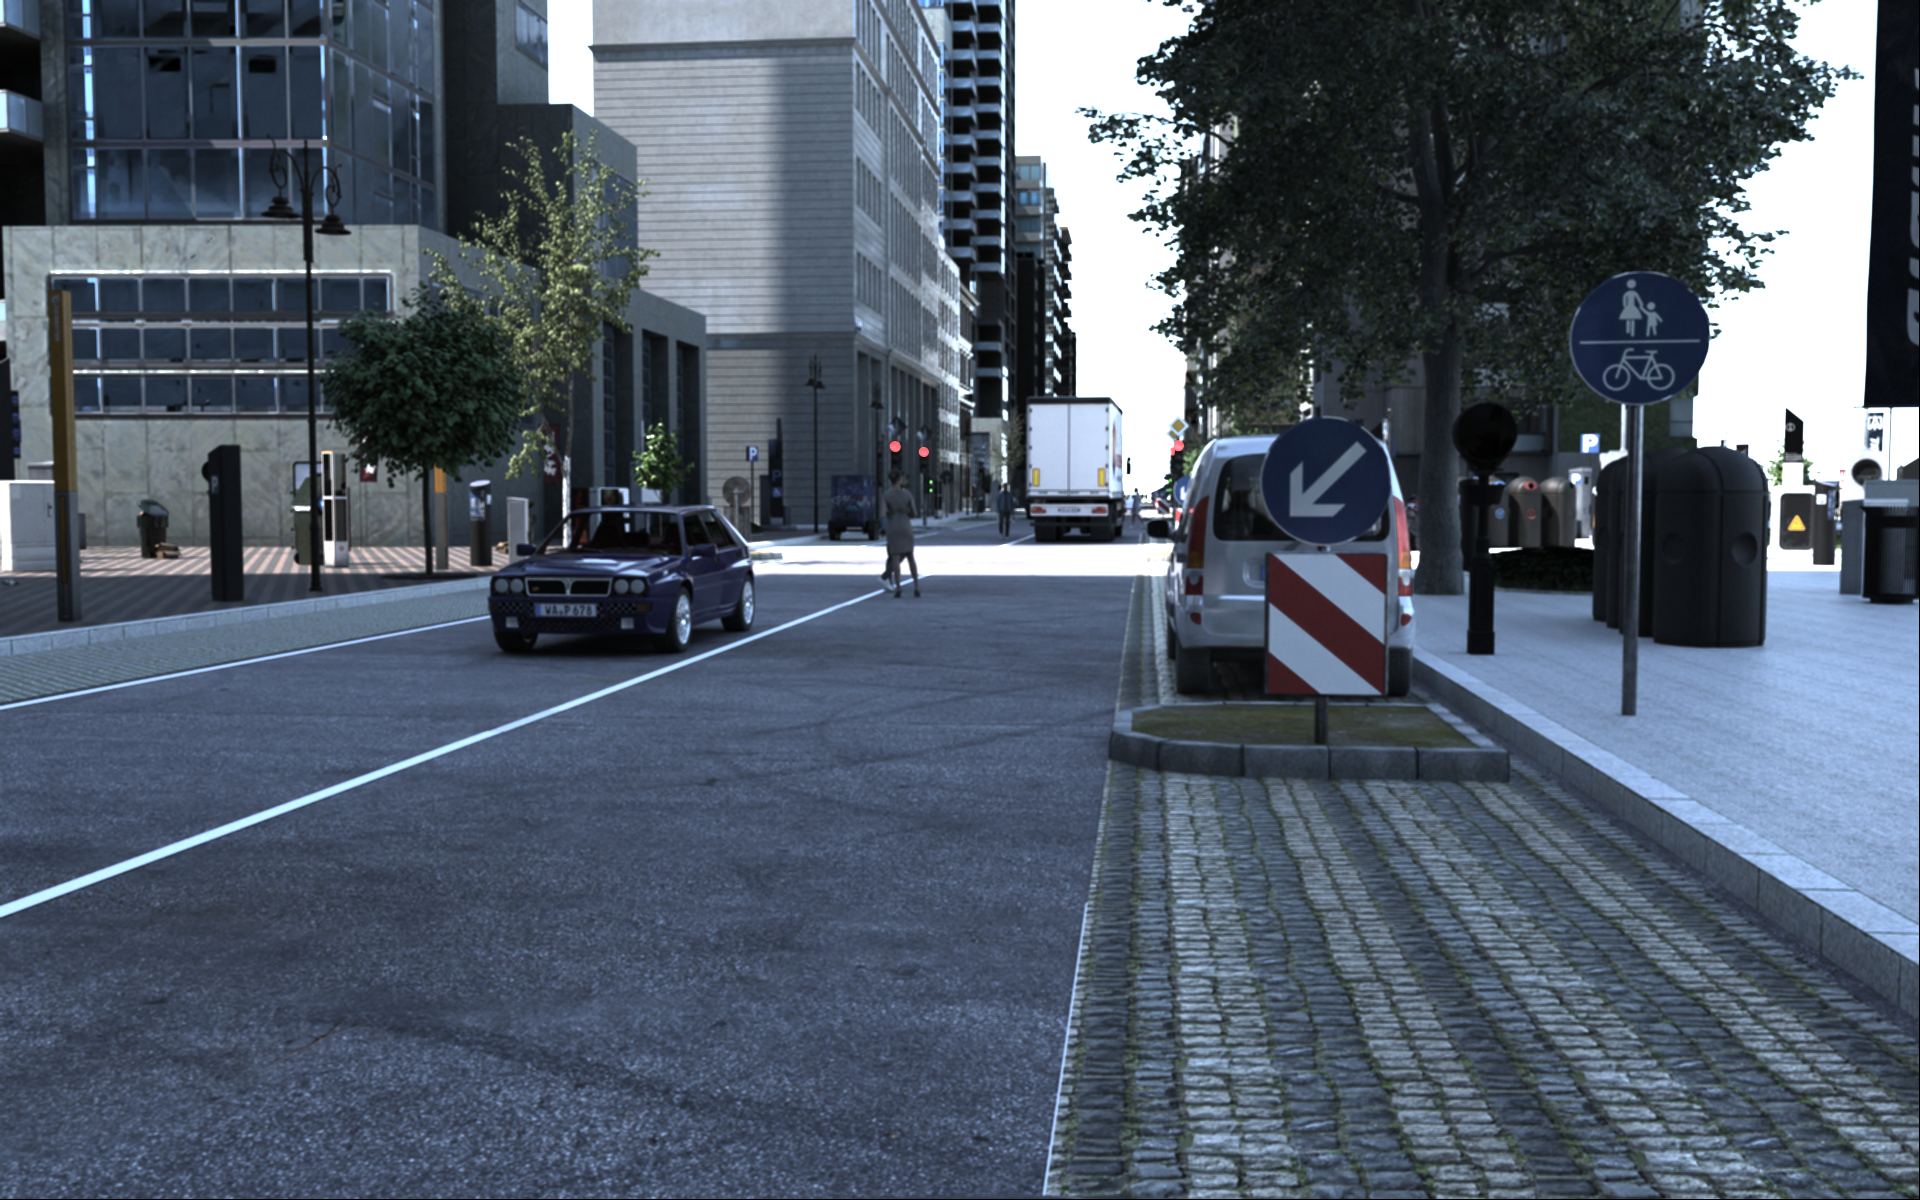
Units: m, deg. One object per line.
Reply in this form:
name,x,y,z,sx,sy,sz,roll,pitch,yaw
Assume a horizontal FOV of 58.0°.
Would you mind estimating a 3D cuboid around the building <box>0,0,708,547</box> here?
building,-25.774,-45.152,50.908,31.000,86.520,22.319,0,4,6

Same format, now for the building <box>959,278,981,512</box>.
building,-4.645,-16.072,127.410,10.561,19.102,19.286,0,4,6

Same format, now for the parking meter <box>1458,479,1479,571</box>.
parking meter,8.501,-1.254,28.922,0.372,1.533,0.369,0,3,0

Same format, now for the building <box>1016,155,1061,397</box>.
building,2.749,-38.292,245.689,23.786,49.044,30.456,0,4,6

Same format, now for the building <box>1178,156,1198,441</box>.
building,47.588,-41.174,262.431,28.713,52.752,27.495,0,4,6

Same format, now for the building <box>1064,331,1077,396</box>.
building,12.750,-32.104,296.593,14.160,30.474,14.107,0,4,6

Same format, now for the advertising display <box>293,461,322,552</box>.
advertising display,-12.659,-1.777,34.262,0.974,1.923,0.123,-1,4,-10

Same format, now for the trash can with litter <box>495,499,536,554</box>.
trash can with litter,-9.547,-1.568,37.024,1.055,1.170,0.624,3,4,38

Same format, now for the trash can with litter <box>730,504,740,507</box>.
trash can with litter,-7.850,-2.878,58.115,1.678,1.210,2.233,2,4,27

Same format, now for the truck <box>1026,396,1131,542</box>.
truck,3.875,-4.059,55.277,2.839,4.237,11.283,0,4,8

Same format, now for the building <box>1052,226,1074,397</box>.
building,6.585,-37.955,275.184,22.147,44.769,28.867,0,4,6

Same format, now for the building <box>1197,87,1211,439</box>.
building,34.908,-33.692,170.475,23.786,49.044,30.456,0,4,6

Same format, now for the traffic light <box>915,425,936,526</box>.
traffic light,-1.410,-4.975,70.261,0.839,4.253,0.868,0,4,6

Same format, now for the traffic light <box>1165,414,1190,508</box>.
traffic light,7.690,-4.425,61.269,0.839,4.253,0.868,0,4,6

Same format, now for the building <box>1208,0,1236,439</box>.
building,29.068,-35.808,127.467,21.231,58.520,28.212,0,4,6

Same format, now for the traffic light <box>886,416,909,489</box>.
traffic light,-2.265,-4.489,62.321,0.839,4.253,0.868,0,4,6

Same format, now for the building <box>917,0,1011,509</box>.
building,-5.946,-51.849,160.397,22.319,86.520,31.000,0,4,6

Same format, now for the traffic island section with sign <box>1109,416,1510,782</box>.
traffic island section with sign,1.836,-0.059,9.598,1.989,1.847,2.006,0,4,6

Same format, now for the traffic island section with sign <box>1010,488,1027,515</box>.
traffic island section with sign,3.891,-6.810,119.974,1.989,1.847,2.006,0,4,6

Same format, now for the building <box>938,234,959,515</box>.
building,-6.112,-15.572,109.359,10.420,20.320,16.860,0,4,6

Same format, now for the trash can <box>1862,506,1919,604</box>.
trash can,10.959,-0.531,20.341,0.748,1.137,0.748,0,3,0

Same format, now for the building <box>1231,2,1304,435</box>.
building,22.707,-20.063,99.732,14.160,30.474,14.107,0,4,6

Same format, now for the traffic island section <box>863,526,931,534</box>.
traffic island section,-2.304,-2.457,62.460,2.009,0.180,2.903,0,4,6

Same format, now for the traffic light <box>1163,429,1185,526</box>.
traffic light,8.545,-4.911,69.208,0.839,4.253,0.868,0,4,6

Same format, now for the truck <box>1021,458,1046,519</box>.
truck,5.329,-6.948,102.508,2.839,4.237,11.283,0,4,6

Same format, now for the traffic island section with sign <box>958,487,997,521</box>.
traffic island section with sign,0.980,-5.158,92.962,1.989,1.847,2.006,0,4,6

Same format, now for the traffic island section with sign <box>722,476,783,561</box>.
traffic island section with sign,-4.951,-1.790,37.902,1.989,1.847,2.006,0,4,6

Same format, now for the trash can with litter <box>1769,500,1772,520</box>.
trash can with litter,39.938,-4.518,85.249,1.055,1.170,0.624,2,4,25

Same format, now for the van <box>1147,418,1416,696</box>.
van,2.489,-0.406,13.654,2.013,2.044,4.112,0,4,5

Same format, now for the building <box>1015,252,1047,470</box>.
building,2.854,-26.507,205.091,14.160,30.474,14.107,0,4,6

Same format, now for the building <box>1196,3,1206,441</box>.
building,41.050,-48.924,238.164,20.563,71.187,20.611,0,4,6

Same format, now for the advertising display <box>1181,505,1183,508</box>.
advertising display,17.891,-8.221,139.632,0.123,1.923,0.974,0,4,-2

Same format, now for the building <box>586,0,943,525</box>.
building,-8.133,-18.861,85.865,11.434,29.767,29.804,0,4,6

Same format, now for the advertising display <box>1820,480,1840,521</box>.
advertising display,40.628,-4.639,81.062,0.974,1.923,0.123,3,5,45

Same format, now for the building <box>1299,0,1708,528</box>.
building,21.974,-23.781,72.421,14.086,41.232,14.154,0,4,6

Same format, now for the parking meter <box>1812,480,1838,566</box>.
parking meter,15.528,-1.387,31.094,0.372,1.533,0.369,0,3,0

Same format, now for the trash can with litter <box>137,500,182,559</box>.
trash can with litter,-15.917,-1.416,34.543,1.055,1.170,0.624,2,4,34

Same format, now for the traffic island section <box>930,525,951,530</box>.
traffic island section,-1.449,-2.943,70.399,2.009,0.180,2.903,0,4,6

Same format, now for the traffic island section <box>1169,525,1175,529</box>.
traffic island section,8.584,-2.877,69.318,2.009,0.180,2.903,0,4,6

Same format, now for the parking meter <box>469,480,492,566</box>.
parking meter,-8.531,-1.371,30.819,0.372,1.533,0.369,0,3,0

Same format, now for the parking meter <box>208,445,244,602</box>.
parking meter,-8.819,-0.923,20.804,0.399,1.863,0.255,3,5,44

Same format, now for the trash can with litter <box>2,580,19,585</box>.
trash can with litter,-13.776,-0.776,23.748,1.678,1.210,2.233,1,4,19

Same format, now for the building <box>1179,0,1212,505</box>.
building,36.907,-54.269,199.964,22.319,86.520,31.000,0,4,6

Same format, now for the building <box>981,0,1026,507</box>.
building,-2.319,-45.757,186.382,20.563,71.187,20.611,0,4,6
